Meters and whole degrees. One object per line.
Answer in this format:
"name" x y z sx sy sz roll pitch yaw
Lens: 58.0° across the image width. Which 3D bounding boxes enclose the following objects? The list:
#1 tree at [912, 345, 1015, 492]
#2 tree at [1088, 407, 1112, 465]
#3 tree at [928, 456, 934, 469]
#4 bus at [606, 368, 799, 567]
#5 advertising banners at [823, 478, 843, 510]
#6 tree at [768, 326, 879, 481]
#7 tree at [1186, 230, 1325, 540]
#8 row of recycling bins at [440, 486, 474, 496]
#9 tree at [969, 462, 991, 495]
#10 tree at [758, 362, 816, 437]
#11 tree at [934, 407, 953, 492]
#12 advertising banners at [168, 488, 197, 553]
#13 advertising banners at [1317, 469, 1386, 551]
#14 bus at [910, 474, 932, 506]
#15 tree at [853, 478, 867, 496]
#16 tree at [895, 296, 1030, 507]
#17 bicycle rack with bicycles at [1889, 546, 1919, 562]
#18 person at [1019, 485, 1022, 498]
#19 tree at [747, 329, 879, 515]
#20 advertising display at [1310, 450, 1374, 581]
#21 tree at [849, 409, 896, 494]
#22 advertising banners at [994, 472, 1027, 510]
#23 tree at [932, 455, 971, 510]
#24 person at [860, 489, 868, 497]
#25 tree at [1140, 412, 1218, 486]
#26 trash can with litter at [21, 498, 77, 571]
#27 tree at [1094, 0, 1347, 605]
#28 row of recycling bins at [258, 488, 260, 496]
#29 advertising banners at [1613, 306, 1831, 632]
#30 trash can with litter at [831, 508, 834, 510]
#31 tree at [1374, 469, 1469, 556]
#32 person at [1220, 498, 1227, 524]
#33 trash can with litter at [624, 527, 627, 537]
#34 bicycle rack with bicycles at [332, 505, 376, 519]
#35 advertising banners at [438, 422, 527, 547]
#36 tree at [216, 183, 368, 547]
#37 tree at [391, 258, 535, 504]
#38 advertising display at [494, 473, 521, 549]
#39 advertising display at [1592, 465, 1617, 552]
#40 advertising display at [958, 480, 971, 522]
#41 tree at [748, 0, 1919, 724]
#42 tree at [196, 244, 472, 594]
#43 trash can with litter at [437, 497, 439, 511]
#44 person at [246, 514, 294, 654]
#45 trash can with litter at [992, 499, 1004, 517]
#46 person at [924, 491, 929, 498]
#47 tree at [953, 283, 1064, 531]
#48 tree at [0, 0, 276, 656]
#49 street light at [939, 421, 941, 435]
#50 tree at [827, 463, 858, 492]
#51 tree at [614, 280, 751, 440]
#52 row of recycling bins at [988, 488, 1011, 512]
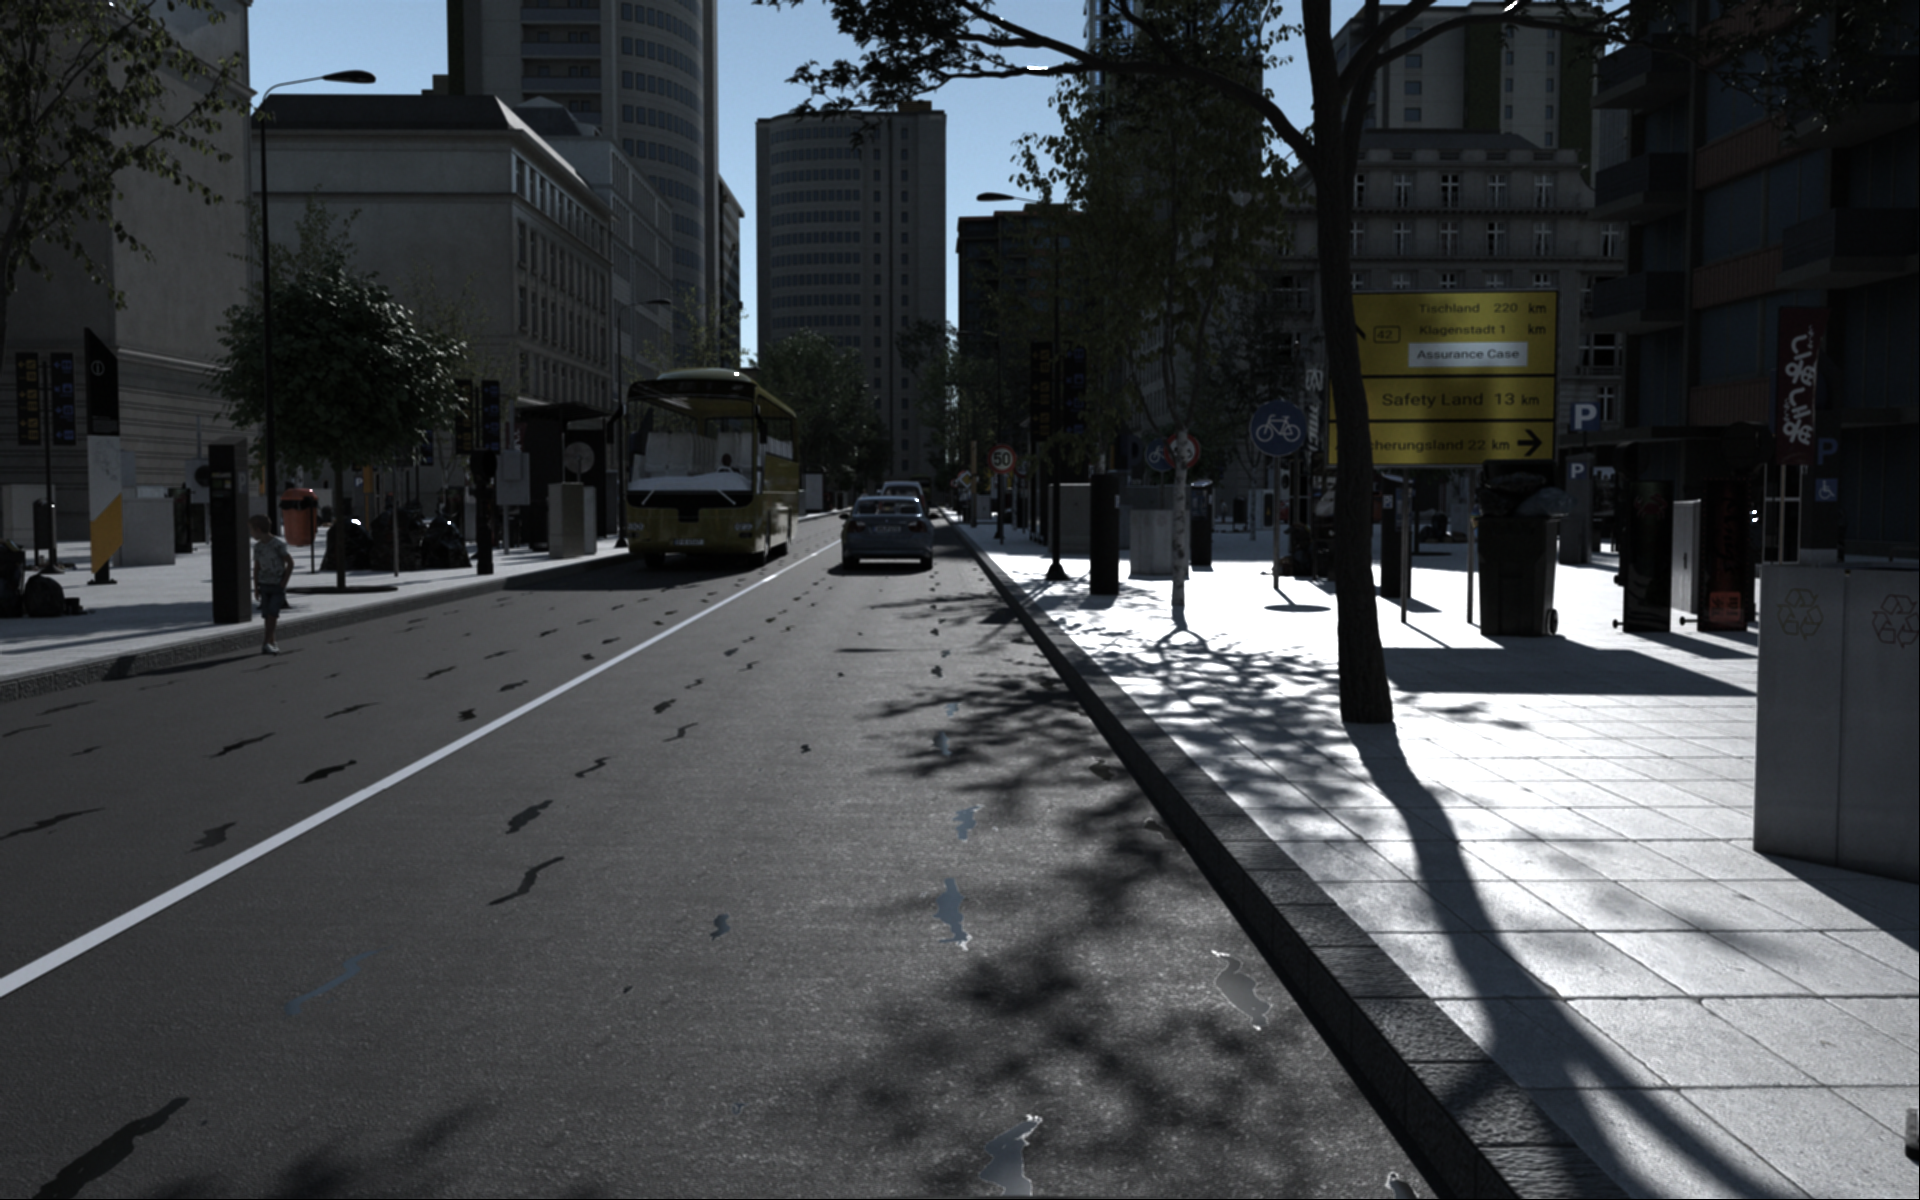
"tree" 0.230 -11.994 121.857 9.928 11.665 9.643 0 3 0
"tree" 10.799 -11.701 141.675 4.360 8.622 3.978 0 3 0
"tree" -1.623 -16.463 219.534 4.360 8.622 3.978 0 3 0
"bus" -5.125 -2.805 37.403 2.896 3.916 12.252 0 4 -2
"advertising banners" -10.486 -8.847 140.834 2.074 3.025 0.090 -1 4 -10
"tree" -10.823 -13.696 130.587 9.857 13.997 8.962 0 3 0
"tree" 8.163 -5.976 48.073 4.360 8.622 3.978 0 3 0
"row of recycling bins" -26.036 -5.042 89.542 1.069 1.692 3.534 0 4 3
"tree" 1.191 -6.722 104.504 1.663 3.219 1.824 0 3 0
"tree" -10.148 -8.903 95.921 4.737 8.622 4.395 0 3 0
"tree" 0.927 -9.985 113.616 4.360 8.622 3.978 0 3 0
"advertising banners" -17.602 -2.515 37.308 2.074 3.025 0.090 -1 4 -14
"advertising banners" 8.890 -2.635 39.263 2.074 3.025 0.090 -1 4 -22
"bus" -4.735 -13.210 207.526 2.896 3.916 12.252 0 4 -1
"tree" -11.719 -12.944 206.243 1.663 3.219 1.824 0 3 0
"tree" 0.517 -18.895 164.825 12.611 20.169 13.585 0 3 0
"bicycle rack with bicycles" 13.250 -0.529 22.035 2.852 0.926 2.925 -1 4 -11
"person" 2.553 -4.089 75.167 0.447 1.846 0.655 -1 4 -14
"tree" -9.915 -11.142 107.924 9.928 11.665 9.643 0 3 0
"advertising display" 5.600 -1.237 25.438 0.974 1.923 0.123 3 5 41
"tree" -11.954 -18.937 227.739 7.486 12.596 7.792 0 3 0
"advertising banners" 2.388 -5.396 84.418 2.074 3.025 0.090 -3 4 -37
"tree" -0.346 -9.722 142.661 4.285 4.588 4.351 0 3 0
"person" -5.318 -5.430 97.957 0.731 1.740 0.598 0 4 5
"tree" 8.627 -5.242 69.428 4.285 4.588 4.351 0 3 0
"trash can with litter" -15.835 -1.117 29.323 1.678 1.210 2.233 0 4 5
"tree" 2.524 -4.262 20.046 4.737 8.622 4.395 0 3 0
"row of recycling bins" -36.063 -4.867 86.692 3.534 1.692 1.069 3 5 39
"advertising banners" 7.102 -1.219 16.112 2.074 3.025 0.090 0 4 -8
"trash can with litter" -10.811 -7.737 137.553 2.233 1.210 1.678 3 4 39
"tree" 9.754 -3.233 36.574 4.285 4.588 4.351 0 3 0
"person" 11.717 -3.908 77.078 0.352 1.250 0.332 2 4 33
"trash can with litter" -9.582 -2.451 51.464 1.055 1.170 0.624 -1 4 -12
"bicycle rack with bicycles" -28.056 -4.149 81.219 2.925 0.926 2.852 -1 4 -10
"advertising banners" -11.501 -2.796 41.909 2.074 3.025 0.090 0 4 -3
"tree" -15.940 -5.590 41.756 4.737 8.622 4.395 0 3 0
"tree" -16.058 -6.314 53.600 4.360 8.622 3.978 0 3 0
"advertising display" -10.623 -2.169 40.675 0.123 1.923 0.974 1 4 18
"advertising display" 14.023 -2.029 38.381 0.974 1.923 0.123 1 4 19
"advertising display" 0.303 -4.539 79.419 0.974 1.923 0.123 3 4 38
"tree" 2.020 -4.604 9.683 7.601 10.594 8.767 2 4 32
"tree" -8.279 -2.391 22.804 4.285 4.588 4.351 0 3 0
"trash can with litter" -23.561 -4.169 79.557 1.055 1.170 0.624 3 5 41
"person" -6.209 -0.148 15.607 0.352 1.250 0.332 -3 5 -45
"trash can with litter" 3.093 -5.474 100.560 2.233 1.210 1.678 1 4 21
"person" -3.769 -10.632 183.117 1.217 1.735 0.721 -2 4 -29
"tree" 1.898 -6.759 60.876 4.360 8.622 3.978 0 3 0
"tree" -7.699 -3.873 13.690 4.360 8.622 3.978 0 3 0
"street light" -0.181 -7.037 87.596 1.470 5.913 1.316 0 4 -1
"tree" -11.561 -11.376 169.712 4.285 4.588 4.351 0 3 0
"tree" -9.166 -6.660 59.248 4.360 8.622 3.978 0 3 0
"row of recycling bins" 2.974 -7.043 122.260 1.069 1.692 3.534 -2 4 -26
